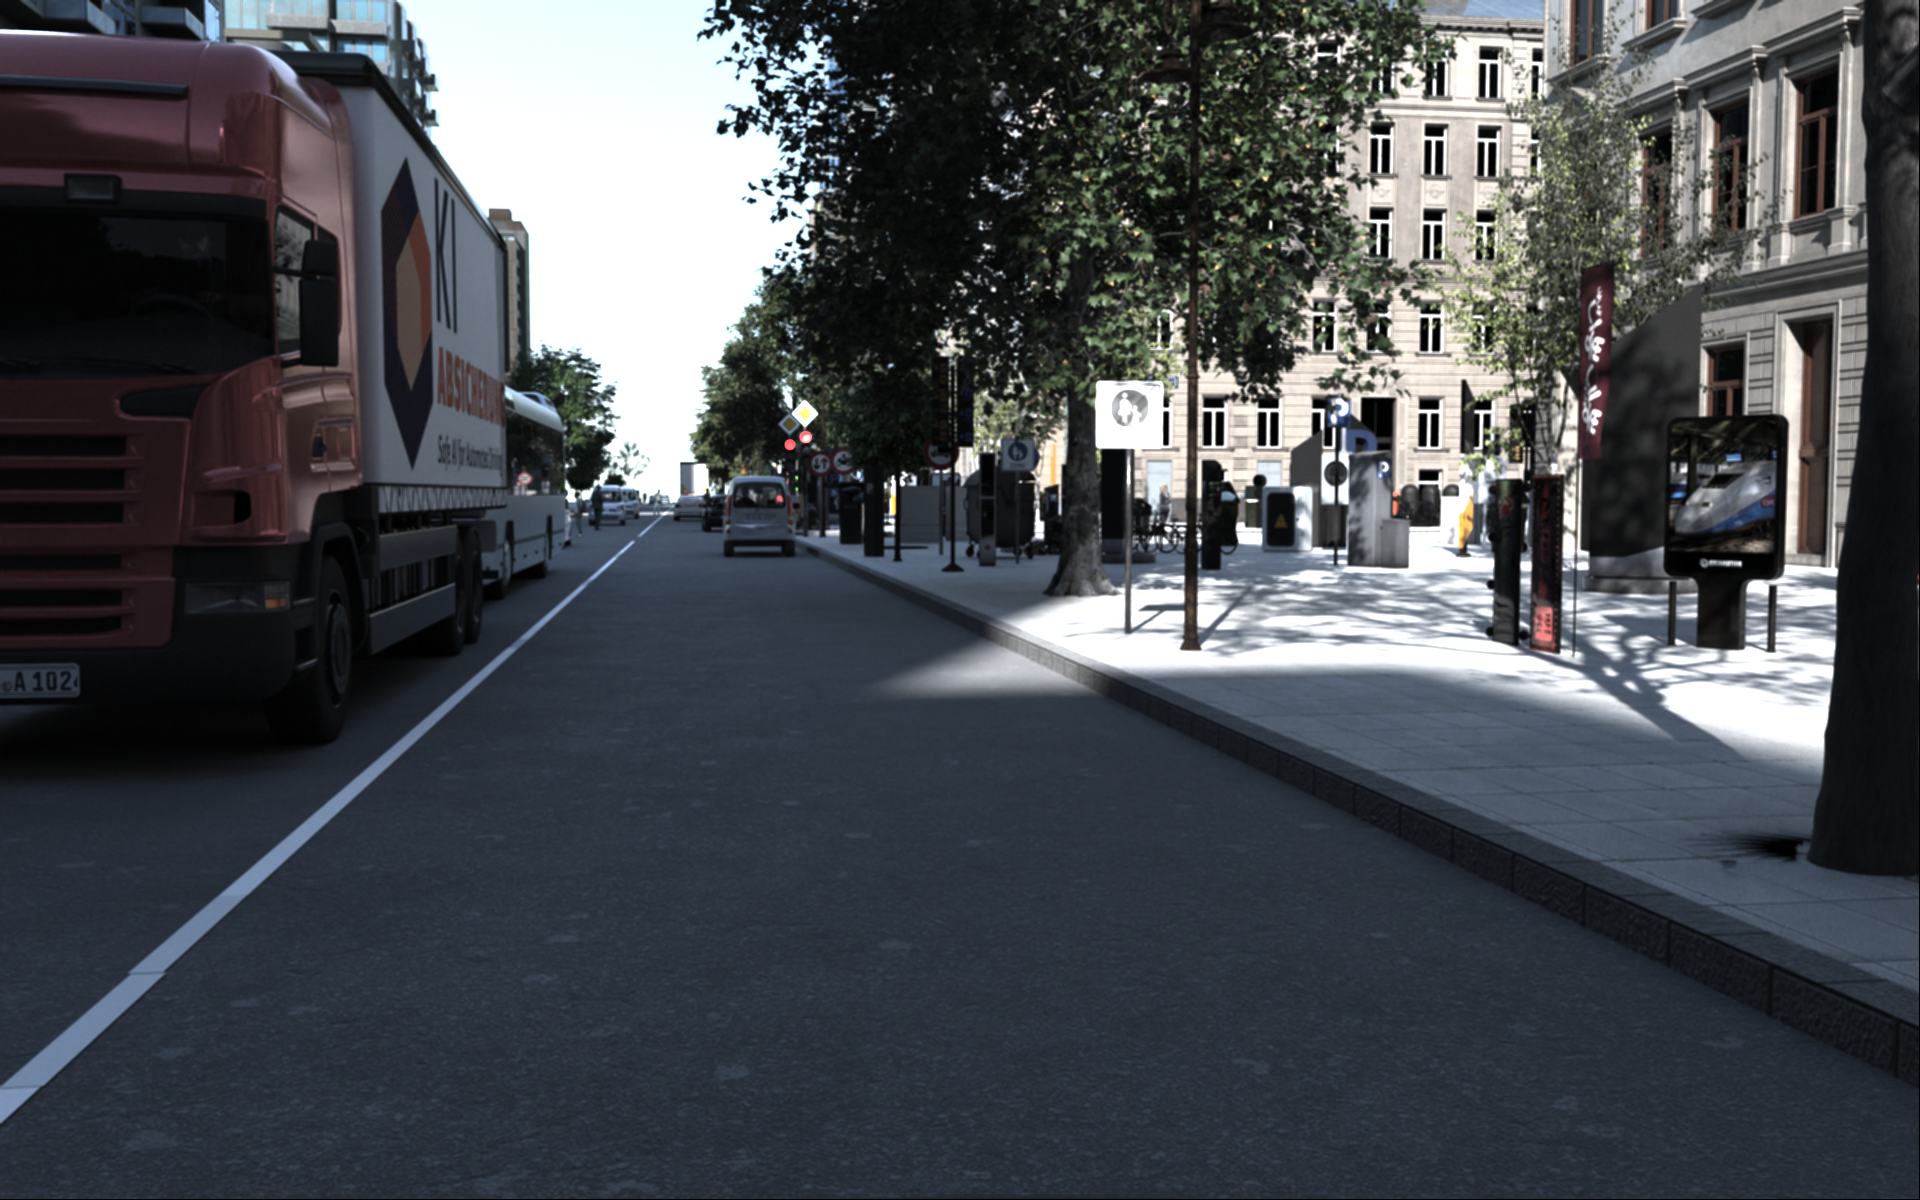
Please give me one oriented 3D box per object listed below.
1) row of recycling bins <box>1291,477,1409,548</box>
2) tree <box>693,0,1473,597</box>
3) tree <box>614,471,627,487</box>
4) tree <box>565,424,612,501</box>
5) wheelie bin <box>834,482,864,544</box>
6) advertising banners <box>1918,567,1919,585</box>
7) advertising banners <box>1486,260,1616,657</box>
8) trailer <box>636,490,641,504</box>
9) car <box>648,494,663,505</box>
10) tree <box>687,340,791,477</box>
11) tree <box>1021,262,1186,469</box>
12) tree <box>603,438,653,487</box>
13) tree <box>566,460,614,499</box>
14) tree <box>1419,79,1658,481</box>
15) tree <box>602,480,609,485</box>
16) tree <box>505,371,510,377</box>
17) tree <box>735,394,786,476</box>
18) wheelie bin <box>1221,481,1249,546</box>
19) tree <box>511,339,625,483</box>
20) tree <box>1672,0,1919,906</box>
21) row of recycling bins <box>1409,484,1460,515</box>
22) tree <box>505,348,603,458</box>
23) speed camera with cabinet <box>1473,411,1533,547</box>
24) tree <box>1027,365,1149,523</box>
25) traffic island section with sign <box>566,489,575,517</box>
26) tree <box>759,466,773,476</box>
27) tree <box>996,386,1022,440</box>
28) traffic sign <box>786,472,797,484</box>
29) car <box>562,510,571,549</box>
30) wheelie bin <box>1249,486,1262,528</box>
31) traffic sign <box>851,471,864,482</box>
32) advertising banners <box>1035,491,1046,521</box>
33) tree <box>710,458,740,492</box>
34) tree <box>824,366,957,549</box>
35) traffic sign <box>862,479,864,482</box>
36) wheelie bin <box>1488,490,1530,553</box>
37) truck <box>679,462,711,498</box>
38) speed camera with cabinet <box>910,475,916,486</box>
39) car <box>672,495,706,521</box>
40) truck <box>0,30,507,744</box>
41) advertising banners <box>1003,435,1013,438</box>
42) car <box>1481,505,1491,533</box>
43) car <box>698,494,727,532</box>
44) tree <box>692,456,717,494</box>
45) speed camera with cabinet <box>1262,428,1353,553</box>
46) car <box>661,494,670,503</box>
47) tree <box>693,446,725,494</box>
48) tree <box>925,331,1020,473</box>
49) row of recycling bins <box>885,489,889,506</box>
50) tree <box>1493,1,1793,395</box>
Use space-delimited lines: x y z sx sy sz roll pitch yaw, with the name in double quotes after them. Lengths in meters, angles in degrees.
9.463 -2.170 42.597 3.534 1.692 1.069 -3 5 -40 "row of recycling bins"
1.490 -6.412 21.851 9.611 12.733 9.660 0 3 0 "tree"
-48.675 -15.927 244.125 4.285 4.588 4.351 0 3 0 "tree"
-38.713 -13.910 177.782 4.737 8.622 4.395 0 3 0 "tree"
-2.755 -2.237 44.482 0.980 1.594 0.693 0 4 2 "wheelie bin"
13.602 -1.727 24.417 2.074 3.025 0.090 -2 4 -24 "advertising banners"
4.768 -1.093 14.058 0.090 3.025 2.074 0 4 -7 "advertising banners"
-45.899 -14.581 245.447 1.471 1.999 3.904 -1 4 -11 "trailer"
-40.966 -13.507 232.848 2.014 1.417 4.499 -1 4 -9 "car"
-16.202 -12.800 127.408 7.486 12.596 7.792 0 3 0 "tree"
4.417 -5.903 46.880 4.737 8.622 4.395 0 3 0 "tree"
-54.562 -21.289 282.485 8.767 10.594 7.601 -2 4 -24 "tree"
-36.608 -11.215 167.075 4.285 4.588 4.351 0 3 0 "tree"
10.629 -4.952 31.329 4.737 8.622 4.395 0 3 0 "tree"
-47.043 -14.363 229.429 1.663 3.219 1.824 0 3 0 "tree"
-24.931 -8.439 88.340 4.737 8.622 4.395 0 3 0 "tree"
-12.372 -9.478 105.320 4.360 8.622 3.978 0 3 0 "tree"
6.506 -2.144 42.968 0.693 1.594 0.980 -2 4 -32 "wheelie bin"
-32.950 -14.494 143.626 9.857 13.997 8.962 0 3 0 "tree"
3.204 -5.815 5.444 12.009 13.543 11.850 0 3 0 "tree"
20.411 -4.048 73.297 3.534 1.692 1.069 2 4 26 "row of recycling bins"
-29.734 -12.151 124.430 9.928 11.665 9.643 0 3 0 "tree"
13.441 -2.901 41.774 2.038 3.252 0.660 0 4 -1 "speed camera with cabinet"
5.123 -6.952 64.022 4.360 8.622 3.978 0 3 0 "tree"
-24.603 -6.052 107.580 1.989 1.847 2.006 -1 4 -9 "traffic island section with sign"
-12.234 -7.100 110.681 1.663 3.219 1.824 0 3 0 "tree"
3.398 -7.773 77.451 4.360 8.622 3.978 0 3 0 "tree"
-9.458 -5.928 97.021 0.768 2.556 0.104 -1 4 -9 "traffic sign"
-11.553 -2.108 46.824 2.083 1.381 4.827 -1 4 -9 "car"
11.141 -3.542 65.827 0.980 1.594 0.693 1 4 14 "wheelie bin"
-3.463 -3.688 60.409 0.768 2.556 0.104 0 4 -2 "traffic sign"
3.270 -5.304 82.901 2.074 3.025 0.090 -1 4 -12 "advertising banners"
-36.132 -18.748 256.894 4.737 8.622 4.395 0 3 0 "tree"
-1.544 -3.499 40.916 4.285 4.588 4.351 0 3 0 "tree"
-3.565 -3.978 67.162 0.606 2.300 0.079 0 4 -1 "traffic sign"
11.953 -1.832 37.853 0.980 1.594 0.693 -2 4 -32 "wheelie bin"
-23.744 -10.174 155.265 2.839 4.237 11.283 0 4 -8 "truck"
-1.229 -4.164 62.418 0.660 3.252 2.038 -1 4 -20 "speed camera with cabinet"
-14.576 -4.992 93.980 2.083 1.381 4.827 0 4 -8 "car"
-5.277 -1.482 13.144 2.839 4.237 11.283 -1 4 -9 "truck"
0.959 -3.344 50.870 0.090 3.025 2.074 3 4 37 "advertising banners"
19.247 -2.925 59.616 4.920 1.459 2.131 0 4 -7 "car"
-9.056 -3.489 66.830 2.009 1.686 4.222 -1 4 -10 "car"
-39.484 -21.730 281.047 9.928 11.665 9.643 0 3 0 "tree"
7.710 -2.679 38.140 2.038 3.252 0.660 2 4 32 "speed camera with cabinet"
-47.268 -16.201 276.892 2.014 1.417 4.499 -1 4 -11 "car"
-27.434 -16.380 202.219 8.767 10.594 7.601 0 4 6 "tree"
0.863 -7.439 71.997 4.737 8.622 4.395 0 3 0 "tree"
-3.994 -6.873 119.491 3.534 1.692 1.069 1 4 13 "row of recycling bins"
9.897 -4.642 26.262 4.360 8.622 3.978 0 3 0 "tree"
